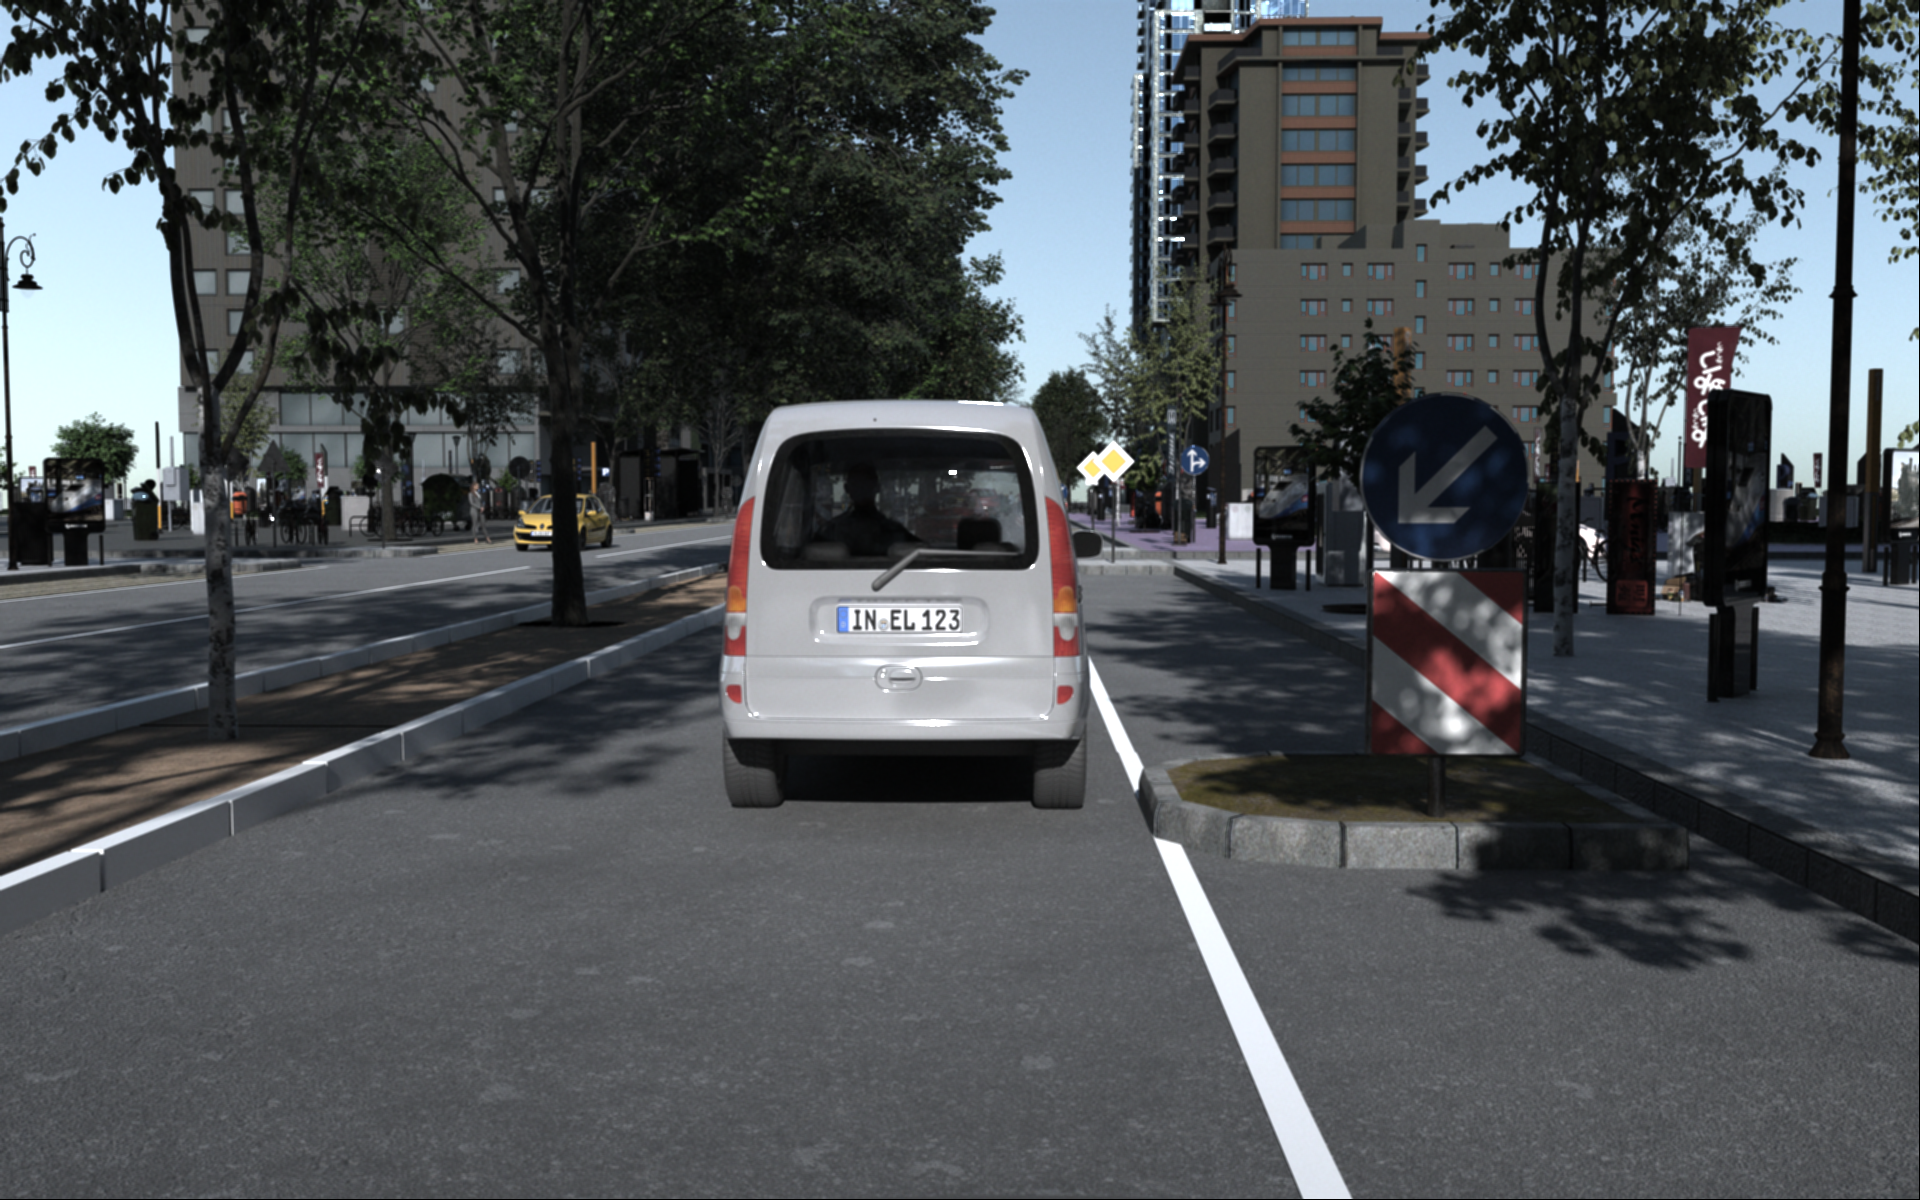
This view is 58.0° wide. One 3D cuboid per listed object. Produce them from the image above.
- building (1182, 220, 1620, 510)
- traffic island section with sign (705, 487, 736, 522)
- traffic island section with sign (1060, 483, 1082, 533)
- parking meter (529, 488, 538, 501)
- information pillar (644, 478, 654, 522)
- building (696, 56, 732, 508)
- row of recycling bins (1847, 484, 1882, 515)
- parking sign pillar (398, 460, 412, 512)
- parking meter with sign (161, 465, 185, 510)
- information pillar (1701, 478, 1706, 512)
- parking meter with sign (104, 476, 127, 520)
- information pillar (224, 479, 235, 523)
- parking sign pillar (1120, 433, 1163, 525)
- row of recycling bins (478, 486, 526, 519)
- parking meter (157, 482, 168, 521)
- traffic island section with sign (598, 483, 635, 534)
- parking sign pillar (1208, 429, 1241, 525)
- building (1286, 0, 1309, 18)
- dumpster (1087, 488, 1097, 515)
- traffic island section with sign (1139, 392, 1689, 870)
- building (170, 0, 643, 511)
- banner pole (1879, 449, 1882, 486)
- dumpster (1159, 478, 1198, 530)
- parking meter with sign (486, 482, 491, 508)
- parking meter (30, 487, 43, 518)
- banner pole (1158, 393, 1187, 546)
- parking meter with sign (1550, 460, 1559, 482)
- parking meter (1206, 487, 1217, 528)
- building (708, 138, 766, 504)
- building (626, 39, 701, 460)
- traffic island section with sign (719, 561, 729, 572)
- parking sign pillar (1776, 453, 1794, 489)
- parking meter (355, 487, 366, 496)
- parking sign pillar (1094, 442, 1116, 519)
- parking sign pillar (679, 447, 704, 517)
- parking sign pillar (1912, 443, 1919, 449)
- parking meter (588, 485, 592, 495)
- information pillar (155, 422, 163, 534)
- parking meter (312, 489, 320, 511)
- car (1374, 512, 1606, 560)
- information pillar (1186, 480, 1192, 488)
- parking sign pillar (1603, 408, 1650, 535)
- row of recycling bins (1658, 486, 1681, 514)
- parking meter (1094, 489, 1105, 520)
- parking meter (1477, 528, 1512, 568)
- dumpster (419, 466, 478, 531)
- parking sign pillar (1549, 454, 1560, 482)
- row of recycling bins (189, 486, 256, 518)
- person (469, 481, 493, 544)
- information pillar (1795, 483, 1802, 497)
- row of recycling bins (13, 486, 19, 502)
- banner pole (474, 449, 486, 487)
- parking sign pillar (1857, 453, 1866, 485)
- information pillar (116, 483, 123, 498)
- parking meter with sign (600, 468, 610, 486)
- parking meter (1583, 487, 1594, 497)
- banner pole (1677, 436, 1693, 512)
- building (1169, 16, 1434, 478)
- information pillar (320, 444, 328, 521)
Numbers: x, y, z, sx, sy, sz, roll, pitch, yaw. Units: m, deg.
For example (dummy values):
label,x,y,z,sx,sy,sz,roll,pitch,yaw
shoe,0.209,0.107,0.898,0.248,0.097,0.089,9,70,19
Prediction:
label,x,y,z,sx,sy,sz,roll,pitch,yaw
building,32.847,-17.828,136.534,27.650,21.520,28.899,0,4,2
traffic island section with sign,-12.119,-4.973,89.942,1.989,1.847,2.006,0,4,2
traffic island section with sign,3.437,-3.298,62.553,1.989,1.847,2.006,0,4,2
parking meter,-17.077,-3.728,69.364,0.372,1.533,0.369,0,3,0
information pillar,-14.290,-4.593,79.584,0.304,2.012,0.304,2,4,23
building,-33.273,-44.637,168.069,20.563,71.187,20.611,0,4,2
row of recycling bins,38.296,-4.077,73.765,1.069,1.692,3.534,0,4,7
parking sign pillar,-36.382,-7.671,113.890,1.447,3.967,1.447,-2,4,-30
parking meter with sign,-47.149,-6.542,103.218,1.738,3.016,0.543,0,4,-3
information pillar,33.709,-4.541,78.734,0.304,2.012,0.304,0,4,-5
parking meter with sign,-42.393,-5.491,86.043,1.738,3.016,0.543,-2,4,-29
information pillar,-32.477,-5.227,76.813,0.504,3.616,0.183,0,4,7
parking sign pillar,7.806,-5.161,72.853,1.447,3.967,1.447,2,4,28
row of recycling bins,-23.938,-4.969,88.355,3.534,1.692,1.069,-1,4,-12
parking meter,-37.781,-4.670,82.070,0.255,1.863,0.399,3,4,36
traffic island section with sign,-12.918,-3.325,62.999,1.989,1.847,2.006,0,4,2
parking sign pillar,10.950,-5.091,71.716,1.447,3.967,1.447,2,4,25
building,33.292,-55.779,224.658,22.319,86.520,31.000,0,4,2
dumpster,8.305,-6.038,104.482,1.264,1.857,1.865,0,4,2
traffic island section with sign,1.814,0.065,7.563,1.989,1.847,2.006,0,4,2
building,-39.460,-33.053,129.662,28.713,52.752,27.495,0,4,2
banner pole,50.940,-6.480,95.961,0.401,3.779,0.863,1,4,19
dumpster,7.862,-3.454,62.233,1.264,1.857,1.865,0,4,2
parking meter with sign,-29.295,-6.758,106.753,0.543,3.016,1.738,-2,4,-30
parking meter,-31.995,-3.157,60.021,0.372,1.533,0.369,0,3,0
banner pole,5.318,-3.232,42.861,0.401,3.779,0.863,3,4,39
parking meter with sign,30.480,-5.654,88.701,0.543,3.016,1.738,1,4,13
parking meter,9.436,-3.461,65.001,0.372,1.533,0.369,0,3,0
building,-33.093,-37.076,225.797,23.786,49.044,30.456,0,4,2
building,-30.898,-28.582,150.914,14.154,41.232,14.086,0,4,2
traffic island section with sign,-3.426,-1.501,32.673,2.006,1.907,1.989,0,4,2
parking sign pillar,54.138,-7.657,113.660,1.447,3.967,1.447,0,4,-4
parking meter,-22.661,-3.492,65.502,0.372,1.533,0.369,0,3,0
parking sign pillar,7.721,-6.247,90.606,1.447,3.967,1.447,3,5,40
parking sign pillar,-15.125,-6.649,97.190,1.447,3.967,1.447,0,4,-6
parking sign pillar,40.274,-5.142,72.548,1.447,3.967,1.447,-1,4,-8
parking meter,-23.487,-6.412,110.544,0.255,1.863,0.399,3,4,38
information pillar,-26.014,-3.968,56.227,0.183,3.616,0.504,-1,4,-22
parking meter,-32.389,-4.815,87.134,0.372,1.533,0.369,0,3,0
car,10.771,-1.422,35.615,4.827,1.381,2.083,0,4,2
information pillar,11.553,-5.099,87.853,0.304,2.012,0.304,2,4,27
parking sign pillar,20.779,-4.006,53.968,1.447,3.967,1.447,-2,4,-31
row of recycling bins,36.198,-4.989,88.685,3.534,1.692,1.069,-3,5,-44
parking meter,6.864,-4.636,84.205,0.372,1.533,0.369,0,3,0
parking meter,6.054,-0.686,19.627,0.372,1.533,0.369,0,3,0
dumpster,-17.758,-3.525,60.127,1.502,2.255,1.985,0,4,2
parking sign pillar,38.261,-7.506,111.198,1.447,3.967,1.447,-2,4,-23
row of recycling bins,-39.952,-5.310,93.932,1.069,1.692,3.534,3,5,44
person,-13.618,-2.472,49.192,0.573,1.790,0.520,1,4,10
information pillar,53.747,-6.515,111.010,0.304,2.012,0.304,0,4,-2
row of recycling bins,-47.827,-4.991,88.708,1.069,1.692,3.534,-1,4,-9
banner pole,-26.513,-6.459,95.623,0.863,3.779,0.401,1,4,18
parking sign pillar,51.014,-6.660,97.368,1.447,3.967,1.447,0,4,-6
information pillar,-55.545,-6.727,114.475,0.304,2.012,0.304,-3,5,-44
parking meter with sign,-23.504,-7.217,114.252,0.543,3.016,1.738,0,4,-1
parking meter,23.721,-3.483,65.351,0.372,1.533,0.369,0,3,0
banner pole,31.399,-5.201,75.050,0.863,3.779,0.401,3,4,36
building,31.537,-31.198,164.705,22.147,44.769,28.867,0,4,2
information pillar,-29.471,-5.440,80.298,0.504,3.616,0.183,3,5,44
